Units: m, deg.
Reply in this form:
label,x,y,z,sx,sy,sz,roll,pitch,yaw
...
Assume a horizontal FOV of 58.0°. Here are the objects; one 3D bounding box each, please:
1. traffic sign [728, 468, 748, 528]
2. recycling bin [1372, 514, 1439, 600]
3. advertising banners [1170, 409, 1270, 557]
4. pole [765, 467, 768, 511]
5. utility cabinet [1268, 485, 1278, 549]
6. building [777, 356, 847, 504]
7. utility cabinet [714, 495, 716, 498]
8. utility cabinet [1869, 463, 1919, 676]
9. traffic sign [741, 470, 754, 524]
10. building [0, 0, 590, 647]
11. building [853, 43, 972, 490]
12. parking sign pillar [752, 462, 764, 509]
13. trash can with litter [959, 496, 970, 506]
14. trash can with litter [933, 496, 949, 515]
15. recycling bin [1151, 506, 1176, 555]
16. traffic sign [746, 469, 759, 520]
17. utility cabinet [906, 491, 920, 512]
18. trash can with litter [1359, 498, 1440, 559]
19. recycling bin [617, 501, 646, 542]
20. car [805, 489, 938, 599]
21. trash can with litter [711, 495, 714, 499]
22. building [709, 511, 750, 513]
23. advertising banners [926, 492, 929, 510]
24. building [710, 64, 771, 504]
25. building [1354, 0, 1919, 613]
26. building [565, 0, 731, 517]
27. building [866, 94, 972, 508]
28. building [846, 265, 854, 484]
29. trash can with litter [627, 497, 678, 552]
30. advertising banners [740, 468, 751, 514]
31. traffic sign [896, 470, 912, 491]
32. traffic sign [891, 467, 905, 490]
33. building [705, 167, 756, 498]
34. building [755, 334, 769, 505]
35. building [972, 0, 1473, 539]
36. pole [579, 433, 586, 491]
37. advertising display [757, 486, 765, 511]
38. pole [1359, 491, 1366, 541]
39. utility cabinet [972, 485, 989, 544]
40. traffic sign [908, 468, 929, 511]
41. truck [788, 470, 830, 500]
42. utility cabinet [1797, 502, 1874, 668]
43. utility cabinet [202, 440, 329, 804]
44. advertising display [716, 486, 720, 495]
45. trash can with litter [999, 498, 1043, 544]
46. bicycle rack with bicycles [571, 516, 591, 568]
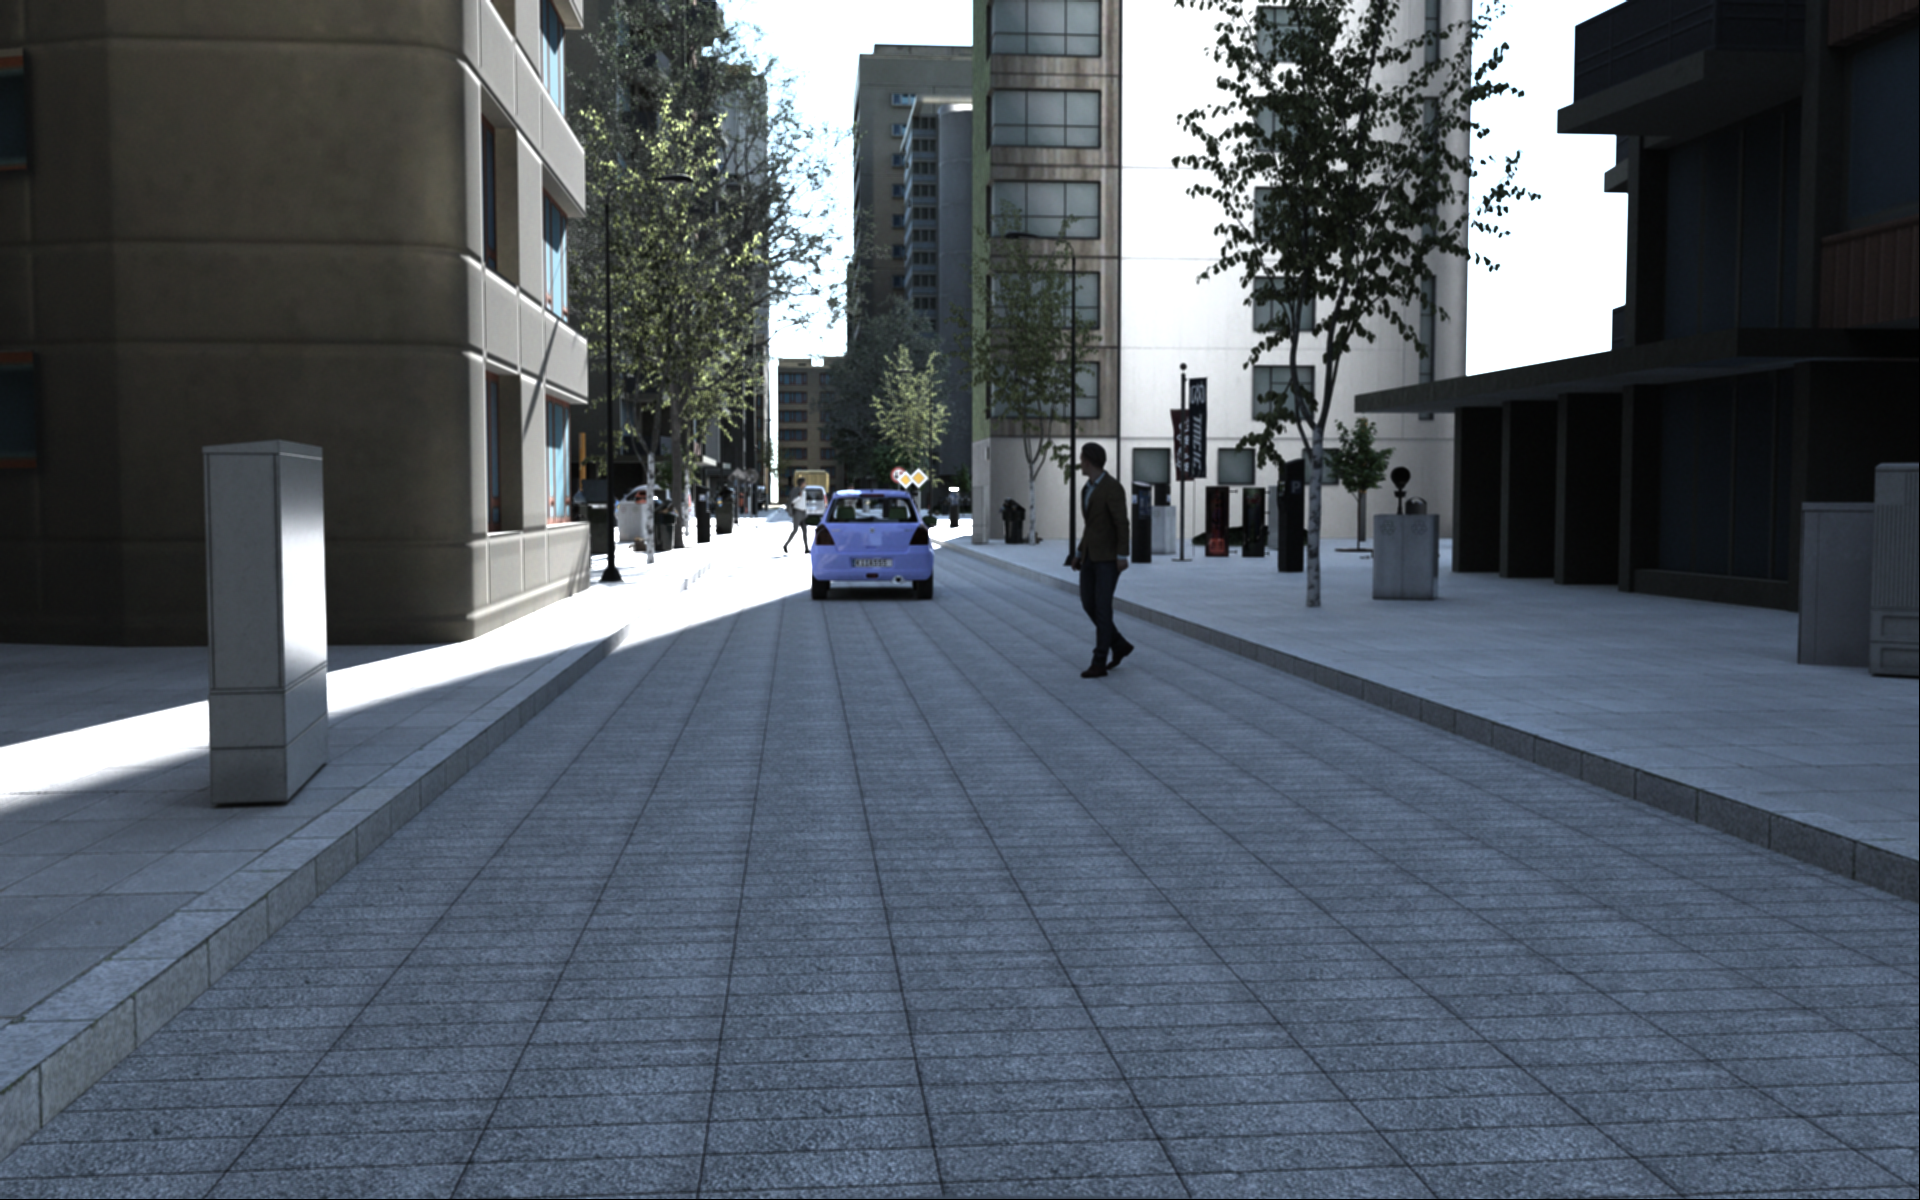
label,x,y,z,sx,sy,sz,roll,pitch,yaw
traffic sign,-8.341,-3.760,65.120,0.795,2.450,0.064,0,4,-5
recycling bin,5.487,-0.535,21.304,0.722,1.027,0.722,1,4,20
advertising banners,5.296,-2.399,35.416,2.074,3.025,0.090,1,4,22
pole,-14.705,-8.432,131.703,0.158,3.312,0.155,0,3,0
utility cabinet,7.391,-1.900,39.740,0.318,1.500,1.173,-1,4,-9
building,-11.413,-24.622,247.616,28.899,21.520,27.650,0,4,-5
utility cabinet,-20.285,-8.282,146.579,1.020,1.237,0.306,1,4,15
utility cabinet,6.946,-0.198,11.908,1.173,1.500,0.318,2,4,34
traffic sign,-9.076,-4.246,73.072,0.795,2.450,0.064,0,4,-5
building,-17.493,-9.930,7.397,27.650,21.520,28.899,0,4,-5
building,-0.394,-34.313,184.717,21.300,48.544,21.600,0,4,-5
parking sign pillar,-17.082,-9.552,144.648,1.447,3.967,1.447,0,4,4
trash can with litter,0.192,-7.392,132.239,1.055,1.170,0.624,-1,4,-14
trash can with litter,-1.103,-5.681,104.269,1.055,1.170,0.624,-1,4,-12
recycling bin,4.176,-1.500,37.079,0.722,1.027,0.722,2,4,27
traffic sign,-10.415,-5.274,86.333,0.768,2.556,0.104,0,4,2
utility cabinet,-3.389,-6.996,123.063,1.173,1.500,0.318,2,4,35
trash can with litter,8.868,-1.471,35.114,2.233,1.210,1.678,-2,4,-28
recycling bin,-8.787,-2.103,46.940,0.722,1.027,0.722,1,4,15
car,-1.271,-0.935,24.884,1.945,1.707,3.694,0,4,-3
trash can with litter,-20.701,-8.027,142.633,1.055,1.170,0.624,1,4,19
building,-31.479,-26.461,124.516,32.217,40.220,23.993,0,4,-5
advertising banners,-2.549,-8.832,140.584,0.090,3.025,2.074,1,4,9
building,-40.520,-42.698,240.118,28.212,58.520,21.231,0,4,-5
building,18.880,-22.086,15.731,22.147,44.769,28.867,0,4,-5
building,-23.368,-26.559,88.860,22.147,44.769,28.867,0,4,-5
building,7.457,-28.782,162.462,32.217,40.220,23.993,0,4,-5
building,-7.238,-27.233,216.955,14.160,30.474,14.107,0,4,-5
trash can with litter,-6.861,-1.669,38.679,1.055,1.170,0.624,-2,4,-25
advertising banners,-14.113,-7.211,114.086,0.090,3.025,2.074,1,4,14
traffic sign,-2.309,-4.283,73.674,0.795,2.450,0.064,0,4,-5
traffic sign,-2.854,-4.937,80.818,0.768,2.556,0.104,0,4,0
building,-25.601,-23.455,155.198,14.160,30.474,14.107,0,4,-5
building,-37.860,-22.221,208.348,28.899,21.520,27.650,0,4,-5
building,7.208,-22.727,55.177,14.154,41.232,14.086,0,4,-5
pole,-12.551,-3.901,57.626,0.158,3.312,0.155,0,3,0
advertising display,-15.577,-7.929,134.854,0.974,1.923,0.123,-2,4,-32
pole,10.893,-3.242,46.847,0.158,3.312,0.155,0,3,0
utility cabinet,0.515,-2.203,44.705,0.318,1.500,1.173,1,4,8
traffic sign,-1.574,-3.797,65.723,0.795,2.450,0.064,0,4,-5
truck,-12.044,-8.802,139.836,3.469,3.379,9.791,0,4,-7
utility cabinet,6.818,-0.104,12.865,1.020,1.237,0.306,2,4,34
utility cabinet,-3.038,0.066,7.603,0.318,1.500,1.173,-1,4,-12
advertising display,-20.091,-8.573,145.375,0.974,1.923,0.123,3,4,36
trash can with litter,1.576,-2.042,44.766,1.055,1.170,0.624,-2,4,-27
bicycle rack with bicycles,-7.319,-0.940,28.759,2.852,0.926,2.925,0,4,-3
